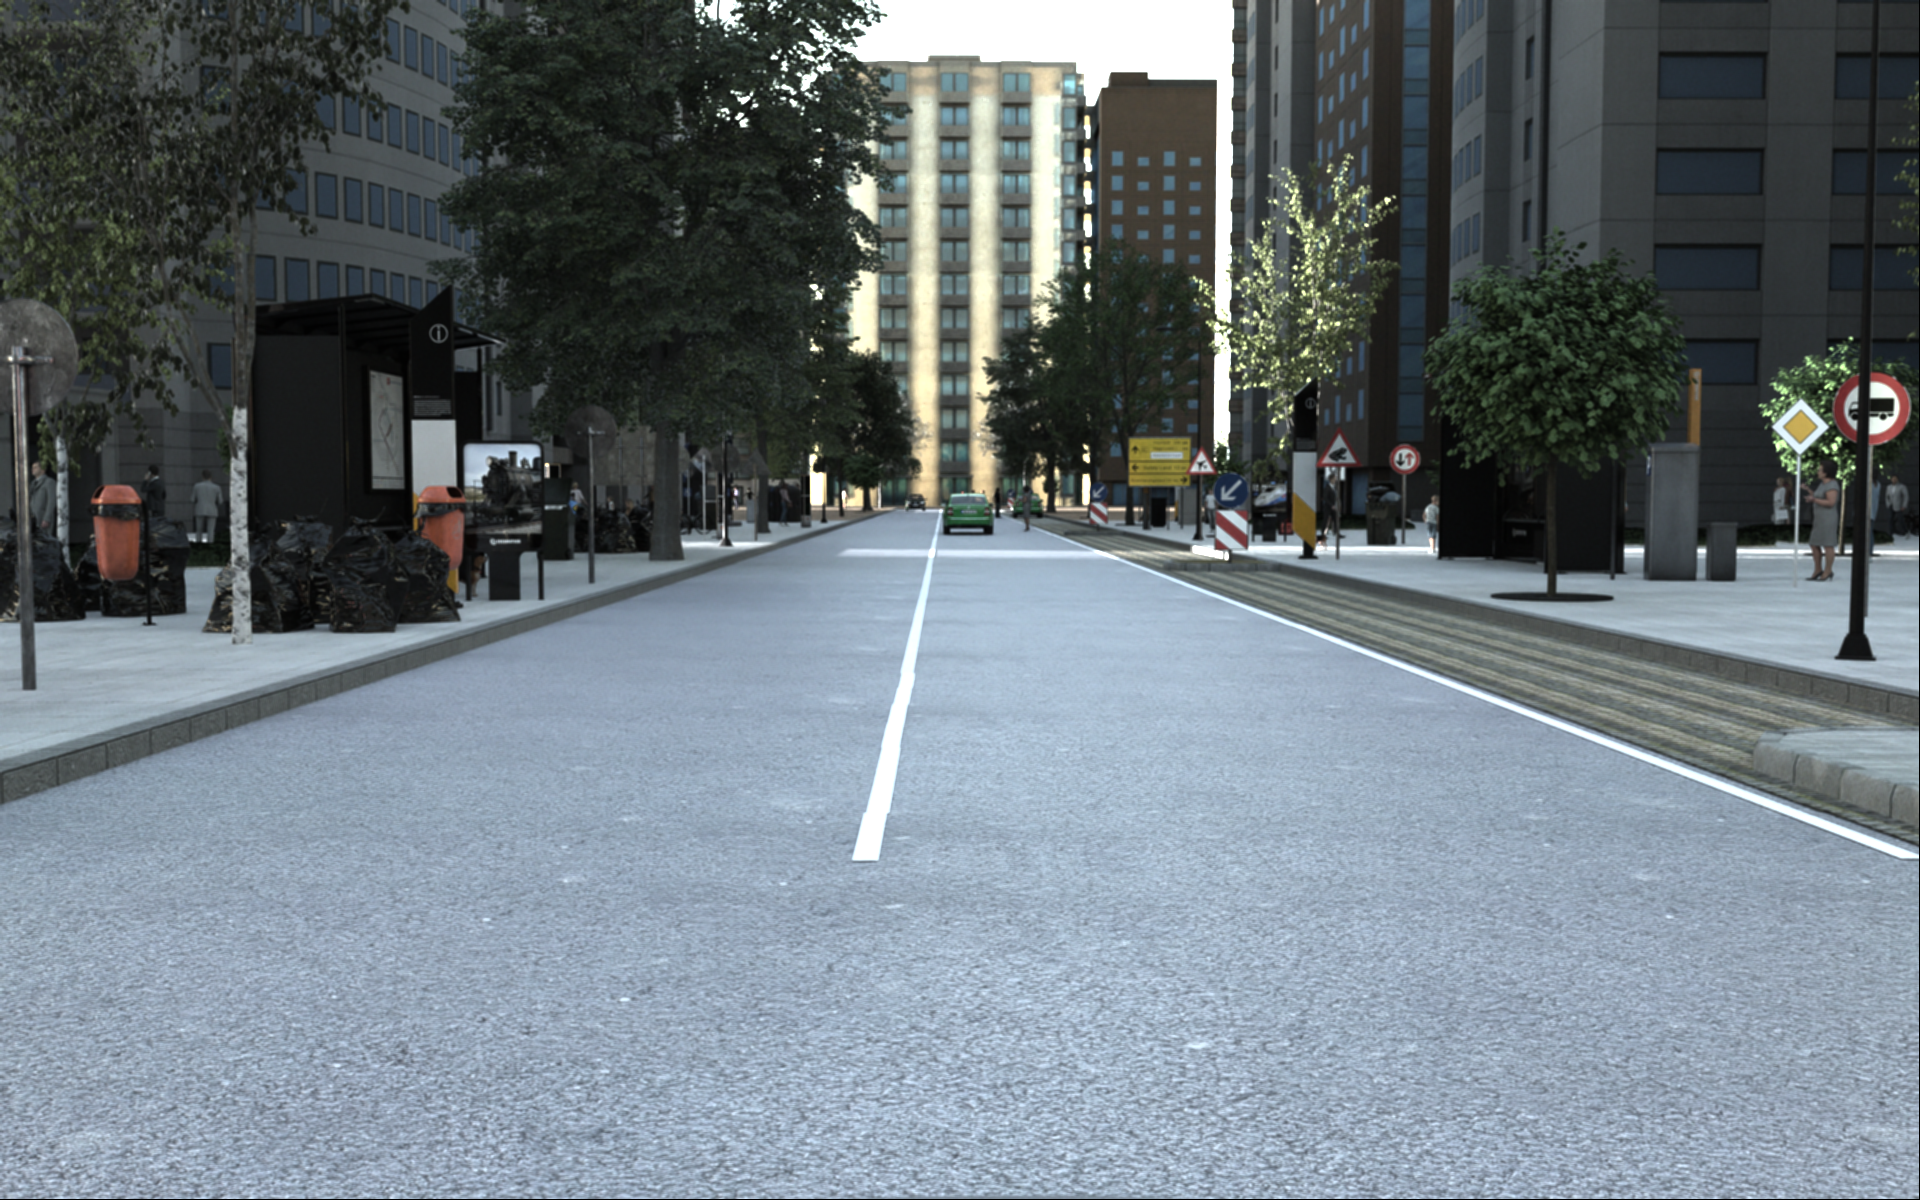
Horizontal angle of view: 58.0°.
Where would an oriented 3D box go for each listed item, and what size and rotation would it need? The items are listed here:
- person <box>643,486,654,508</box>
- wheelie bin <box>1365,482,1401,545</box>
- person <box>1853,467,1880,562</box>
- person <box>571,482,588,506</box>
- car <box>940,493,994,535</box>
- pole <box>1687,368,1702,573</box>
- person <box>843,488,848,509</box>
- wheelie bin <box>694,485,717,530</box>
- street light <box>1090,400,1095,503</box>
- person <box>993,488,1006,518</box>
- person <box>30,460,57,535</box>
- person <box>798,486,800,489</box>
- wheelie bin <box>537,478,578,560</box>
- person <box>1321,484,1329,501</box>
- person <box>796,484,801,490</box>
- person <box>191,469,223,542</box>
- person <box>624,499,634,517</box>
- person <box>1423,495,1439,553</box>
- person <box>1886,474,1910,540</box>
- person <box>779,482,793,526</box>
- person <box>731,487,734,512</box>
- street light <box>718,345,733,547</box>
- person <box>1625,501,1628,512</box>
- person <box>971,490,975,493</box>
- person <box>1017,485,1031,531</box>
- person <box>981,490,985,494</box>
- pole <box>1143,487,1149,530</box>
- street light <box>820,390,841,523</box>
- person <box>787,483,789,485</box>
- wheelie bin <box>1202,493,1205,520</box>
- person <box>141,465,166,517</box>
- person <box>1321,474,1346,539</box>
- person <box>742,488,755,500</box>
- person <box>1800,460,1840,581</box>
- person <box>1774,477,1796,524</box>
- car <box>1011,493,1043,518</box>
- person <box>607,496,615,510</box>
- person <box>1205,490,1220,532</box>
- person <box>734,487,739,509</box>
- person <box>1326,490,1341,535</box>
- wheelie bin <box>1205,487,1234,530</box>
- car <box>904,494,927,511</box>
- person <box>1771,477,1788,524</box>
[{"bbox_3d":[-18.642,-6.053,105.104,1.348,1.812,0.705,2,4,29],"label":"person"},{"bbox_3d":[10.644,-2.188,43.682,0.980,1.594,0.693,2,4,35],"label":"wheelie bin"},{"bbox_3d":[16.994,-1.598,32.430,0.793,1.790,0.793,2,4,27],"label":"person"},{"bbox_3d":[-14.767,-3.691,67.057,0.731,1.740,0.598,-1,4,-16],"label":"person"},{"bbox_3d":[0.269,-3.298,62.723,1.959,1.807,4.718,0,4,-1],"label":"car"},{"bbox_3d":[11.942,-2.103,28.226,0.158,3.312,0.155,0,3,0],"label":"pole"},{"bbox_3d":[-9.935,-8.792,149.795,0.705,1.824,1.348,-1,4,-20],"label":"person"},{"bbox_3d":[-9.100,-3.326,62.290,0.980,1.594,0.693,-2,4,-30],"label":"wheelie bin"},{"bbox_3d":[5.861,-6.754,82.966,1.470,5.913,1.316,0,4,-1],"label":"street light"},{"bbox_3d":[2.305,-5.839,103.983,0.705,1.822,1.348,-2,4,-29],"label":"person"},{"bbox_3d":[-14.491,-1.289,27.219,0.694,1.812,0.767,2,4,33],"label":"person"},{"bbox_3d":[-8.702,-5.191,91.717,0.742,1.727,0.445,0,4,-2],"label":"person"},{"bbox_3d":[-7.873,-1.577,33.688,0.980,1.594,0.693,0,4,3],"label":"wheelie bin"},{"bbox_3d":[19.852,-5.358,93.641,0.705,1.824,1.348,2,4,31],"label":"person"},{"bbox_3d":[-8.751,-5.304,92.628,0.709,1.838,0.599,3,5,43],"label":"person"},{"bbox_3d":[-15.635,-1.817,35.951,0.606,1.804,0.583,-2,4,-27],"label":"person"},{"bbox_3d":[-9.463,-2.326,49.567,0.738,1.151,1.012,-3,5,-43],"label":"person"},{"bbox_3d":[10.367,-1.670,38.035,0.352,1.250,0.332,-1,4,-15],"label":"person"},{"bbox_3d":[26.357,-2.618,48.701,0.795,1.843,0.661,-2,4,-28],"label":"person"},{"bbox_3d":[-7.058,-3.841,69.436,0.643,1.750,0.593,-3,4,-36],"label":"person"},{"bbox_3d":[-16.314,-7.135,122.670,0.705,1.831,1.348,1,4,23],"label":"person"},{"bbox_3d":[-5.210,-4.270,42.348,1.470,5.913,1.316,0,4,-1],"label":"street light"},{"bbox_3d":[18.118,-2.564,47.828,0.748,1.841,0.638,1,4,11],"label":"person"},{"bbox_3d":[1.098,-7.457,131.144,0.721,1.735,1.217,0,4,-5],"label":"person"},{"bbox_3d":[2.528,-3.567,67.177,0.532,1.782,0.716,1,4,22],"label":"person"},{"bbox_3d":[1.703,-7.773,136.418,0.721,1.723,1.217,-2,4,-25],"label":"person"},{"bbox_3d":[6.686,-4.183,62.232,0.158,3.312,0.155,0,3,0],"label":"pole"},{"bbox_3d":[-5.517,-6.385,76.939,1.470,5.913,1.316,0,4,-1],"label":"street light"},{"bbox_3d":[-8.230,-4.689,82.990,0.520,1.790,0.573,1,4,19],"label":"person"},{"bbox_3d":[10.837,-4.085,74.692,0.980,1.594,0.693,0,4,-4],"label":"wheelie bin"},{"bbox_3d":[-17.340,-1.947,37.239,0.474,1.900,0.648,-1,4,-20],"label":"person"},{"bbox_3d":[10.636,-2.666,49.417,0.755,1.850,0.659,3,5,44],"label":"person"},{"bbox_3d":[-19.170,-9.297,157.673,1.348,1.869,0.705,0,4,6],"label":"person"},{"bbox_3d":[12.662,-1.174,25.604,0.532,1.782,0.716,1,4,10],"label":"person"},{"bbox_3d":[25.759,-2.939,54.069,0.580,1.828,0.573,-2,4,-31],"label":"person"},{"bbox_3d":[4.062,-5.838,104.247,1.959,1.807,4.718,0,4,1],"label":"car"},{"bbox_3d":[-12.169,-3.035,60.673,0.382,1.210,0.505,-1,4,-21],"label":"person"},{"bbox_3d":[8.463,-3.014,57.918,0.503,1.515,0.523,-1,4,-10],"label":"person"},{"bbox_3d":[-18.798,-8.496,144.822,0.599,1.838,0.709,1,4,11],"label":"person"},{"bbox_3d":[11.767,-2.914,54.695,0.512,1.701,0.522,2,4,30],"label":"person"},{"bbox_3d":[9.415,-3.307,61.973,0.693,1.594,0.980,-1,4,-20],"label":"wheelie bin"},{"bbox_3d":[-3.840,-8.507,148.872,2.009,1.686,4.222,0,4,-2],"label":"car"},{"bbox_3d":[24.636,-2.787,51.957,0.624,1.780,0.694,1,4,12],"label":"person"}]
